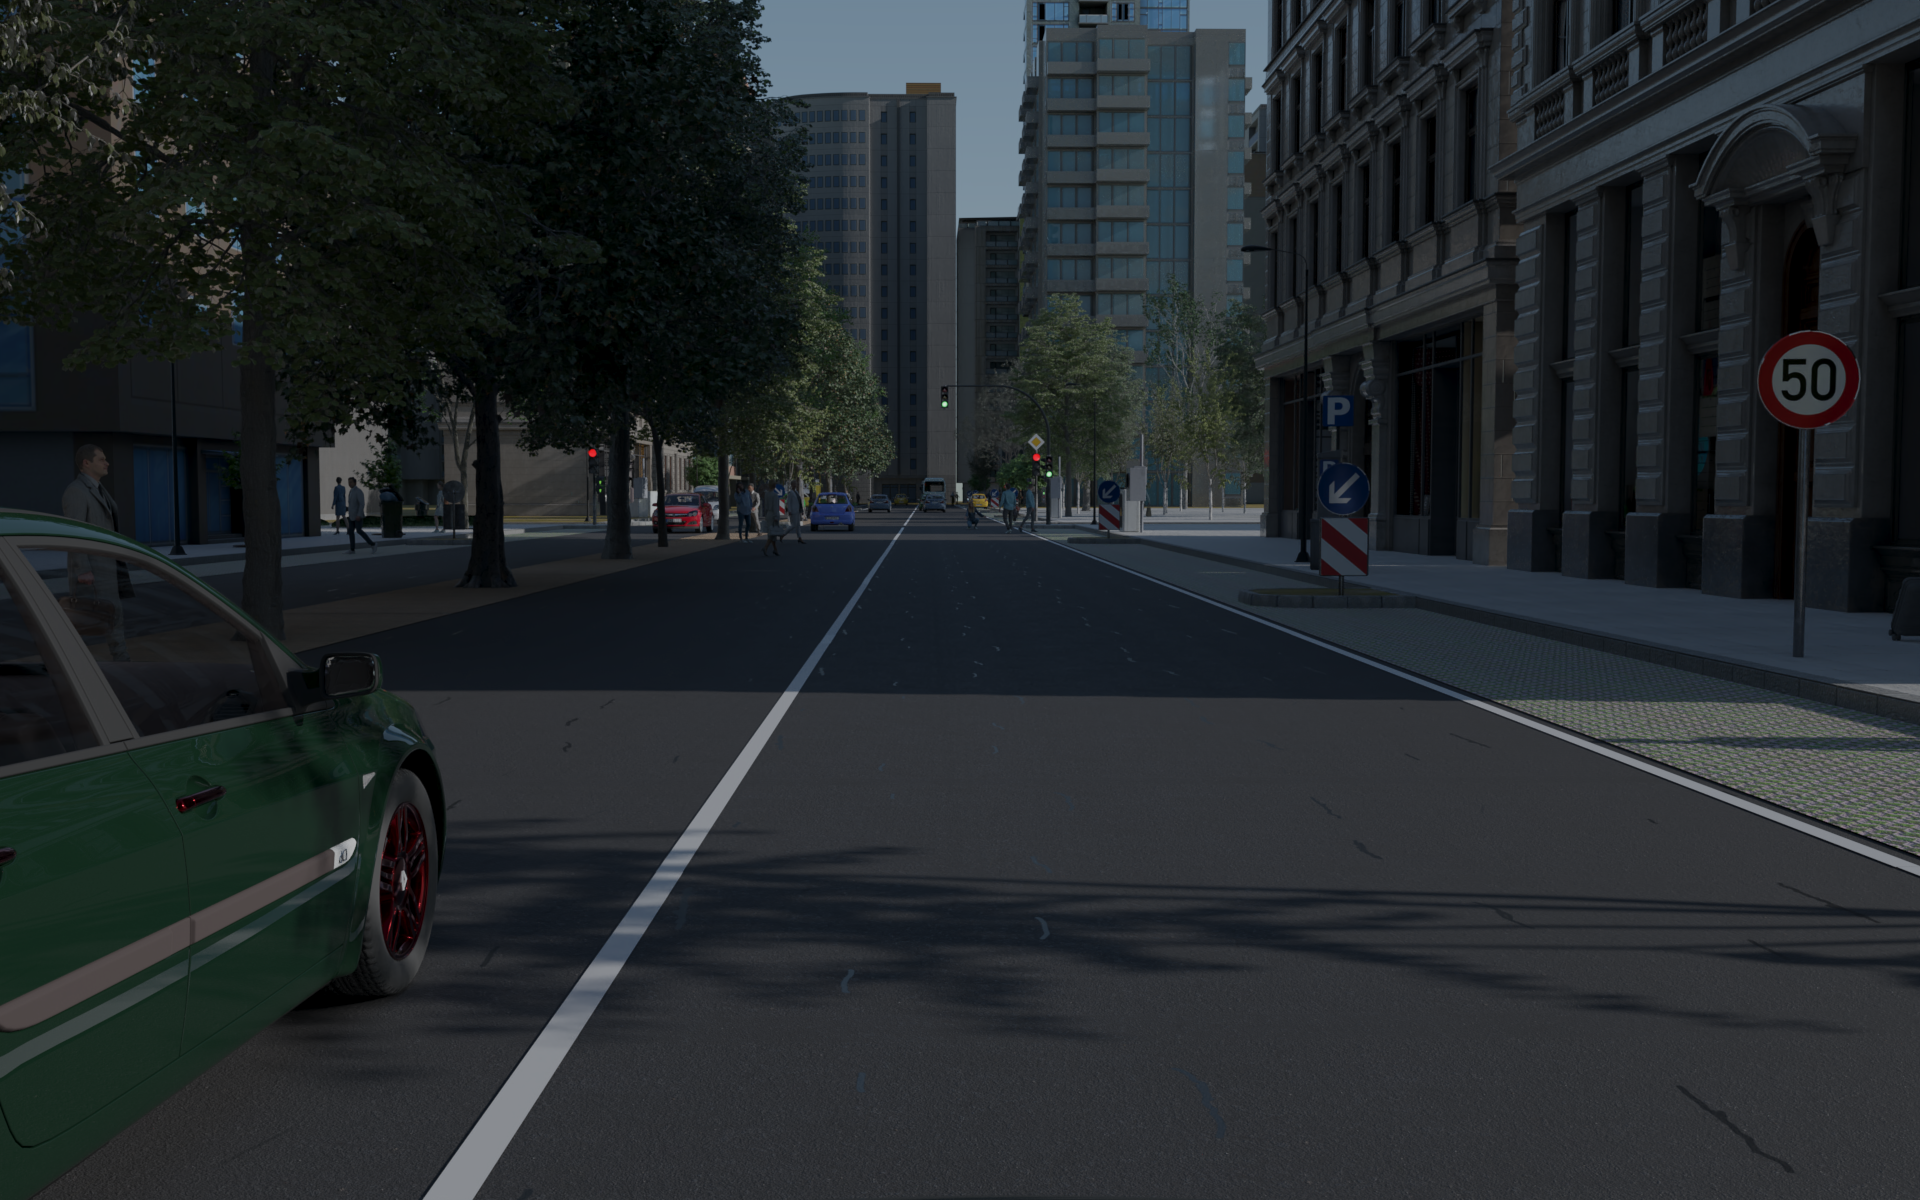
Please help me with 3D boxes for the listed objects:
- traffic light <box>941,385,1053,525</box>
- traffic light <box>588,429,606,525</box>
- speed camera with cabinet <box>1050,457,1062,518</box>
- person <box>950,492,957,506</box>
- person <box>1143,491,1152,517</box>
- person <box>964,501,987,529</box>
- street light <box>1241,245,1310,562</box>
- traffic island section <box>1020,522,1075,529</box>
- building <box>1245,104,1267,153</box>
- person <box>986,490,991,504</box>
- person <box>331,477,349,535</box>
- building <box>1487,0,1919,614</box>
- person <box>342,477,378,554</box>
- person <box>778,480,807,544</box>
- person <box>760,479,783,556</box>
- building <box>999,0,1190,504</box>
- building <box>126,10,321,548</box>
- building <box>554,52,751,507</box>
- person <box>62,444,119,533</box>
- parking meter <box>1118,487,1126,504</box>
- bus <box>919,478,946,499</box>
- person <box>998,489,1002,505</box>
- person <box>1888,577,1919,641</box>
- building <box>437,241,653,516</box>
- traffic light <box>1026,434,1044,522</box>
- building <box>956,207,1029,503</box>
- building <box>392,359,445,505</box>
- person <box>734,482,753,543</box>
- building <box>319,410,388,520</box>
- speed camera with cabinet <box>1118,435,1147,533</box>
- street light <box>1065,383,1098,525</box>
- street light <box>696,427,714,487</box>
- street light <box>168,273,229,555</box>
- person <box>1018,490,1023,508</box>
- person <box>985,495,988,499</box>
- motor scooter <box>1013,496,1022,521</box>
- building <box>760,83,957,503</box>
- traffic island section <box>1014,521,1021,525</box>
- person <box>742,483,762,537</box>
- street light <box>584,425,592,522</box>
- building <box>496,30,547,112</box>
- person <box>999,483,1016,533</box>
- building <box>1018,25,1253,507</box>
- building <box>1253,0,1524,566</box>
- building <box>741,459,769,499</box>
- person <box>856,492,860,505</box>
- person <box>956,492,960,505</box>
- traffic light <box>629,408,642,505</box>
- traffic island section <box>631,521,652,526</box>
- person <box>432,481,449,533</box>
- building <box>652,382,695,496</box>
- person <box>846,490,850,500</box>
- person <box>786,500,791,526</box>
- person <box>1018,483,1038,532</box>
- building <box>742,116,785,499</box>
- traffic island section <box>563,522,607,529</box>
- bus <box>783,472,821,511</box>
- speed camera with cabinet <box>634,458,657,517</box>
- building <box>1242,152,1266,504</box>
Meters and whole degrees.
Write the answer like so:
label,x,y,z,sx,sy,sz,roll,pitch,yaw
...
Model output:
label,x,y,z,sx,sy,sz,roll,pitch,yaw
traffic light,1.578,-5.965,72.188,4.771,5.953,1.251,0,4,-1
traffic light,-15.190,-5.080,71.985,0.839,4.253,0.868,0,4,-1
speed camera with cabinet,5.129,-6.003,92.480,0.660,3.252,2.038,0,4,5
person,-0.802,-12.314,210.563,0.721,1.736,1.217,3,5,42
person,7.494,-3.957,71.228,0.782,1.767,0.515,1,4,10
person,0.604,-3.477,70.846,1.012,1.151,0.738,-1,4,-10
street light,5.934,-3.666,32.476,1.470,5.913,1.316,0,4,-1
traffic island section,3.708,-3.071,72.485,2.009,0.180,2.903,0,4,-1
building,56.495,-43.469,252.721,28.212,58.520,21.231,0,4,-1
person,3.845,-13.259,222.905,1.350,1.814,0.705,1,4,17
person,-19.527,-2.968,54.599,0.654,1.822,0.581,3,5,40
building,14.339,-11.680,19.854,11.050,23.489,19.941,0,4,-1
person,-14.356,-2.020,41.371,0.795,1.843,0.661,-3,5,-41
person,-4.832,-2.540,49.905,0.818,1.842,0.514,0,4,-1
person,-4.380,-1.905,40.001,0.624,1.780,0.694,-2,4,-30
building,16.570,-54.995,211.834,22.319,86.520,31.000,0,4,-1
building,-25.909,-24.130,44.641,14.600,45.320,14.200,0,4,-1
building,-32.007,-31.441,168.686,22.147,44.769,28.867,0,4,-1
person,-6.623,-0.287,13.290,0.767,1.812,0.694,-1,4,-12
parking meter,6.082,-3.428,64.455,0.372,1.533,0.369,0,3,0
bus,-3.195,-12.771,203.658,2.948,3.499,13.247,0,4,-2
person,4.634,-12.121,204.215,0.705,1.824,1.348,-2,4,-35
person,8.447,-0.499,14.416,0.699,1.804,1.509,0,4,4
building,-25.541,-15.308,101.191,10.553,20.767,40.483,0,4,-1
traffic light,3.511,-5.592,80.353,0.839,4.253,0.868,0,4,-1
building,6.468,-34.536,248.261,14.086,41.232,14.154,0,4,-1
building,-70.059,-31.796,211.745,23.993,40.220,32.217,0,4,-1
person,-6.333,-2.562,50.660,0.793,1.790,0.793,1,4,16
building,-46.326,-16.428,87.671,30.058,24.678,14.314,0,4,-1
speed camera with cabinet,5.786,-3.910,58.261,0.660,3.252,2.038,0,4,-5
street light,5.087,-6.103,72.327,1.470,5.913,1.316,0,4,-1
street light,-17.711,-9.028,120.146,1.470,5.913,1.316,0,4,-1
street light,-15.928,-3.899,36.287,1.470,5.913,1.316,0,4,-1
person,5.567,-9.456,160.780,0.705,1.807,1.348,-1,4,-10
person,3.570,-13.220,225.418,0.697,1.427,0.421,1,4,15
motor scooter,2.884,-4.812,91.449,0.815,1.314,1.986,0,4,0
building,-14.751,-43.371,251.119,28.212,58.520,21.231,0,4,-1
traffic island section,3.551,-3.559,80.468,2.009,0.180,2.903,0,4,-1
person,-6.977,-3.026,58.256,0.678,1.792,0.850,2,4,32
street light,-16.767,-6.597,80.409,1.470,5.913,1.316,0,4,-1
building,-59.016,-57.251,248.722,31.000,86.520,22.319,0,4,-1
person,1.770,-3.347,63.244,0.660,1.820,0.620,-2,4,-34
building,17.635,-34.417,182.322,23.786,49.044,30.456,0,4,-1
building,13.466,-12.185,50.135,10.553,20.767,40.483,0,4,-1
building,-28.473,-25.623,190.643,14.160,30.474,14.107,0,4,-1
person,-13.269,-13.260,225.851,0.434,1.755,0.990,-2,4,-34
person,-0.304,-13.652,232.527,0.721,1.723,1.217,-1,4,-23
traffic light,-13.257,-6.445,80.044,4.771,5.953,1.251,0,4,-1
traffic island section,-15.387,-3.536,80.102,2.009,0.180,2.903,0,4,-1
person,-17.125,-3.067,57.200,0.522,1.701,0.512,0,4,7
building,-26.824,-18.112,132.295,11.583,22.565,21.152,0,4,-1
person,-9.668,-8.521,148.086,0.678,1.792,0.850,1,4,14
person,-7.510,-4.063,77.519,0.503,1.515,0.523,-2,4,-34
person,2.563,-3.447,64.724,0.748,1.841,0.638,1,4,15
building,-33.265,-36.313,217.426,21.600,48.544,21.300,0,4,-1
traffic island section,-15.230,-3.048,72.119,2.009,0.180,2.903,0,4,-1
bus,-13.596,-9.645,149.244,2.896,3.916,12.252,0,4,-2
speed camera with cabinet,-17.550,-6.256,96.629,0.660,3.252,2.038,1,4,13
building,35.956,-35.004,222.432,14.200,45.320,14.600,0,4,-1
